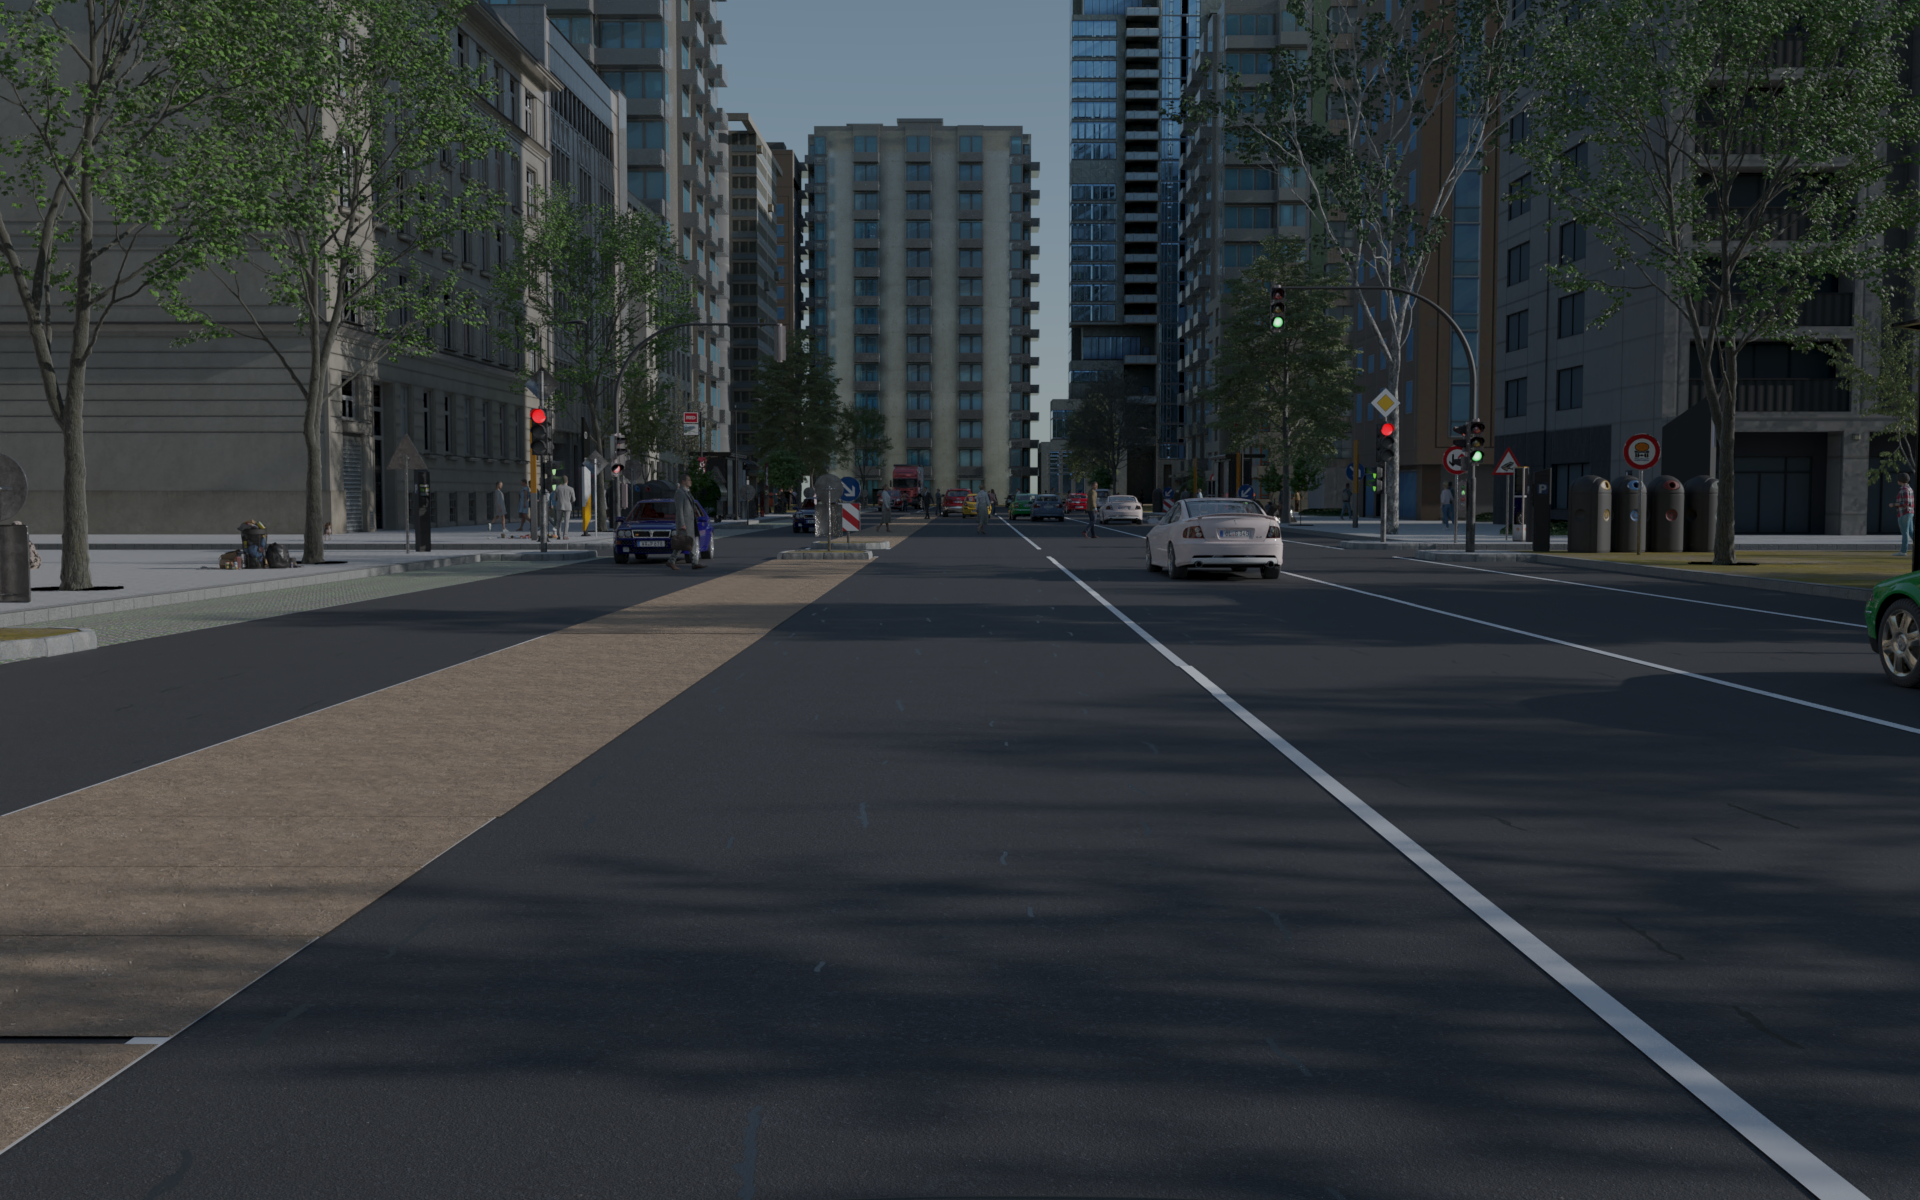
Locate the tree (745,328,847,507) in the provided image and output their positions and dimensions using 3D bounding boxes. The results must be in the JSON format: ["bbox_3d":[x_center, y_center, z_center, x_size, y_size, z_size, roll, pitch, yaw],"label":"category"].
[{"bbox_3d":[-11.287,-12.263,118.635,7.486,12.596,7.792,0,3,0],"label":"tree"}]

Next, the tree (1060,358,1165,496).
[{"bbox_3d":[13.904,-15.025,156.026,12.009,13.543,11.850,0,3,0],"label":"tree"}]

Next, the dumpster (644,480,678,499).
[{"bbox_3d":[-12.336,-3.990,71.000,1.264,1.857,1.865,0,4,1],"label":"dumpster"}]

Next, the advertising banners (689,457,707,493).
[{"bbox_3d":[-12.726,-5.188,81.012,2.074,3.025,0.090,-3,4,-36],"label":"advertising banners"}]

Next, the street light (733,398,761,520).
[{"bbox_3d":[-10.355,-6.833,84.268,1.470,5.913,1.316,0,4,0],"label":"street light"}]

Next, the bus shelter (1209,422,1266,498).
[{"bbox_3d":[14.897,-7.149,94.512,2.179,5.291,8.768,0,4,0],"label":"bus shelter"}]

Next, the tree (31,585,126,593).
[{"bbox_3d":[-11.837,-5.921,22.572,9.928,11.665,9.643,0,3,0],"label":"tree"}]

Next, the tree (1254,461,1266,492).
[{"bbox_3d":[15.896,-5.708,87.931,1.663,3.219,1.824,0,3,0],"label":"tree"}]

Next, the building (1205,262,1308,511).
[{"bbox_3d":[36.226,-18.267,143.699,27.650,21.520,28.899,0,4,0],"label":"building"}]

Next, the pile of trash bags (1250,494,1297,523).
[{"bbox_3d":[13.813,-4.214,78.653,1.912,1.369,3.447,-1,4,-19],"label":"pile of trash bags"}]

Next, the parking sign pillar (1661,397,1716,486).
[{"bbox_3d":[19.623,-3.559,46.667,1.447,3.967,1.447,3,5,42],"label":"parking sign pillar"}]

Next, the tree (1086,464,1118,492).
[{"bbox_3d":[14.933,-12.049,180.718,4.285,4.588,4.351,0,3,0],"label":"tree"}]

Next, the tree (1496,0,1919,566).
[{"bbox_3d":[13.665,-6.439,31.036,9.928,11.665,9.643,0,3,0],"label":"tree"}]

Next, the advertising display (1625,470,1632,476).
[{"bbox_3d":[18.159,-2.561,47.079,0.123,1.923,0.974,1,4,17],"label":"advertising display"}]

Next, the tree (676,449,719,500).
[{"bbox_3d":[-11.391,-4.863,74.114,1.663,3.219,1.824,0,3,0],"label":"tree"}]

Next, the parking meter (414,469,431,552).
[{"bbox_3d":[-11.939,-2.004,38.469,0.255,1.863,0.399,-2,4,-35],"label":"parking meter"}]

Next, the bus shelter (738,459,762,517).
[{"bbox_3d":[-12.582,-6.399,98.550,2.014,3.302,5.546,0,4,1],"label":"bus shelter"}]

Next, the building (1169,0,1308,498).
[{"bbox_3d":[33.800,-33.816,172.497,23.786,49.044,30.456,0,4,0],"label":"building"}]

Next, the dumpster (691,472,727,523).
[{"bbox_3d":[-11.283,-4.580,77.381,1.502,2.255,1.985,0,4,0],"label":"dumpster"}]

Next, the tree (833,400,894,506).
[{"bbox_3d":[-10.768,-16.313,192.472,9.928,11.665,9.643,0,3,0],"label":"tree"}]

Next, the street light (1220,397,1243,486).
[{"bbox_3d":[12.941,-6.741,82.757,1.470,5.913,1.316,0,4,0],"label":"street light"}]

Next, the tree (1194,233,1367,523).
[{"bbox_3d":[14.180,-9.669,76.213,7.486,12.596,7.792,0,3,0],"label":"tree"}]

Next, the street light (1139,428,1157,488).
[{"bbox_3d":[13.190,-9.087,121.121,1.470,5.913,1.316,0,4,0],"label":"street light"}]

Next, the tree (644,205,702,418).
[{"bbox_3d":[-12.256,-8.098,58.165,9.928,11.665,9.643,0,3,0],"label":"tree"}]

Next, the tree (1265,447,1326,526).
[{"bbox_3d":[13.654,-4.599,69.787,1.663,3.219,1.824,0,3,0],"label":"tree"}]

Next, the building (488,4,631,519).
[{"bbox_3d":[-25.939,-16.878,93.971,12.078,24.808,19.932,0,4,0],"label":"building"}]

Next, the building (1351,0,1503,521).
[{"bbox_3d":[28.632,-26.784,88.022,14.600,45.320,14.200,0,4,0],"label":"building"}]

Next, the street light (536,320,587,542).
[{"bbox_3d":[-10.646,-4.513,46.324,1.470,5.913,1.316,0,4,0],"label":"street light"}]

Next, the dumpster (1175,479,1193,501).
[{"bbox_3d":[15.161,-6.890,115.146,1.502,2.255,1.985,0,4,0],"label":"dumpster"}]

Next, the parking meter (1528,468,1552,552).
[{"bbox_3d":[12.948,-2.012,38.600,0.399,1.863,0.255,1,4,13],"label":"parking meter"}]

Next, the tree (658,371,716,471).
[{"bbox_3d":[-16.271,-9.354,103.302,4.360,8.622,3.978,0,3,0],"label":"tree"}]

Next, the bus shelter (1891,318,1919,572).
[{"bbox_3d":[13.665,-1.810,20.883,1.731,3.624,6.357,0,4,0],"label":"bus shelter"}]

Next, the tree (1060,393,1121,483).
[{"bbox_3d":[14.825,-16.913,194.650,7.486,12.596,7.792,0,3,0],"label":"tree"}]

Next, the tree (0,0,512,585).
[{"bbox_3d":[-11.744,-6.465,31.450,9.928,11.665,9.643,0,3,0],"label":"tree"}]

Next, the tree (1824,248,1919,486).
[{"bbox_3d":[27.539,-6.090,49.929,4.737,8.622,4.395,0,3,0],"label":"tree"}]

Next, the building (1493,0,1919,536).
[{"bbox_3d":[32.808,-38.111,61.362,20.611,71.187,20.563,0,4,0],"label":"building"}]

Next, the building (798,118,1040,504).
[{"bbox_3d":[-5.143,-36.934,223.486,30.456,49.044,23.786,0,4,0],"label":"building"}]

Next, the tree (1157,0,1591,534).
[{"bbox_3d":[12.437,-12.198,55.334,12.611,20.169,13.585,0,3,0],"label":"tree"}]

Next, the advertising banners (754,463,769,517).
[{"bbox_3d":[-11.054,-6.140,96.576,0.090,3.025,2.074,1,4,17],"label":"advertising banners"}]

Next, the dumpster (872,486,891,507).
[{"bbox_3d":[-8.208,-10.780,181.208,1.985,2.255,1.502,0,4,-1],"label":"dumpster"}]

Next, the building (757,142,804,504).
[{"bbox_3d":[-27.495,-34.842,219.782,14.200,45.320,14.600,0,4,0],"label":"building"}]

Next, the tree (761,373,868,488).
[{"bbox_3d":[-10.926,-11.911,129.154,8.767,10.594,7.601,0,4,5],"label":"tree"}]

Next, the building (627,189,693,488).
[{"bbox_3d":[-23.952,-15.762,112.457,10.420,20.320,16.860,0,4,0],"label":"building"}]

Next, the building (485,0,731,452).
[{"bbox_3d":[-30.362,-31.579,135.919,23.786,49.044,30.456,0,4,0],"label":"building"}]

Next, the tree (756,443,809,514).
[{"bbox_3d":[-11.263,-7.767,110.696,4.285,4.588,4.351,0,3,0],"label":"tree"}]

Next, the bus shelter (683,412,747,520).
[{"bbox_3d":[-12.380,-6.702,87.217,2.179,5.291,8.768,0,4,1],"label":"bus shelter"}]

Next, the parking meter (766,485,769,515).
[{"bbox_3d":[-12.009,-6.232,107.610,0.255,1.863,0.399,0,4,-8],"label":"parking meter"}]

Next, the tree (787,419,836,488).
[{"bbox_3d":[-11.804,-11.514,138.619,4.360,8.622,3.978,0,3,0],"label":"tree"}]

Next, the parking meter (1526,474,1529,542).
[{"bbox_3d":[15.272,-2.475,46.176,0.255,1.863,0.399,0,4,4],"label":"parking meter"}]

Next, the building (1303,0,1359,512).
[{"bbox_3d":[29.074,-26.095,110.246,14.154,41.232,14.086,0,4,0],"label":"building"}]

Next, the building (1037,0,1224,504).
[{"bbox_3d":[25.580,-55.587,221.525,31.000,86.520,22.319,0,4,0],"label":"building"}]

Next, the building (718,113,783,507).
[{"bbox_3d":[-30.535,-29.436,173.165,23.993,40.220,32.217,0,4,0],"label":"building"}]

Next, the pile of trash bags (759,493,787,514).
[{"bbox_3d":[-12.514,-6.476,115.638,1.912,1.369,3.447,0,4,-2],"label":"pile of trash bags"}]

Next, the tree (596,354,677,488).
[{"bbox_3d":[-17.108,-8.789,94.060,4.737,8.622,4.395,0,3,0],"label":"tree"}]

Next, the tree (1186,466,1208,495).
[{"bbox_3d":[14.418,-6.868,106.895,1.663,3.219,1.824,0,3,0],"label":"tree"}]
